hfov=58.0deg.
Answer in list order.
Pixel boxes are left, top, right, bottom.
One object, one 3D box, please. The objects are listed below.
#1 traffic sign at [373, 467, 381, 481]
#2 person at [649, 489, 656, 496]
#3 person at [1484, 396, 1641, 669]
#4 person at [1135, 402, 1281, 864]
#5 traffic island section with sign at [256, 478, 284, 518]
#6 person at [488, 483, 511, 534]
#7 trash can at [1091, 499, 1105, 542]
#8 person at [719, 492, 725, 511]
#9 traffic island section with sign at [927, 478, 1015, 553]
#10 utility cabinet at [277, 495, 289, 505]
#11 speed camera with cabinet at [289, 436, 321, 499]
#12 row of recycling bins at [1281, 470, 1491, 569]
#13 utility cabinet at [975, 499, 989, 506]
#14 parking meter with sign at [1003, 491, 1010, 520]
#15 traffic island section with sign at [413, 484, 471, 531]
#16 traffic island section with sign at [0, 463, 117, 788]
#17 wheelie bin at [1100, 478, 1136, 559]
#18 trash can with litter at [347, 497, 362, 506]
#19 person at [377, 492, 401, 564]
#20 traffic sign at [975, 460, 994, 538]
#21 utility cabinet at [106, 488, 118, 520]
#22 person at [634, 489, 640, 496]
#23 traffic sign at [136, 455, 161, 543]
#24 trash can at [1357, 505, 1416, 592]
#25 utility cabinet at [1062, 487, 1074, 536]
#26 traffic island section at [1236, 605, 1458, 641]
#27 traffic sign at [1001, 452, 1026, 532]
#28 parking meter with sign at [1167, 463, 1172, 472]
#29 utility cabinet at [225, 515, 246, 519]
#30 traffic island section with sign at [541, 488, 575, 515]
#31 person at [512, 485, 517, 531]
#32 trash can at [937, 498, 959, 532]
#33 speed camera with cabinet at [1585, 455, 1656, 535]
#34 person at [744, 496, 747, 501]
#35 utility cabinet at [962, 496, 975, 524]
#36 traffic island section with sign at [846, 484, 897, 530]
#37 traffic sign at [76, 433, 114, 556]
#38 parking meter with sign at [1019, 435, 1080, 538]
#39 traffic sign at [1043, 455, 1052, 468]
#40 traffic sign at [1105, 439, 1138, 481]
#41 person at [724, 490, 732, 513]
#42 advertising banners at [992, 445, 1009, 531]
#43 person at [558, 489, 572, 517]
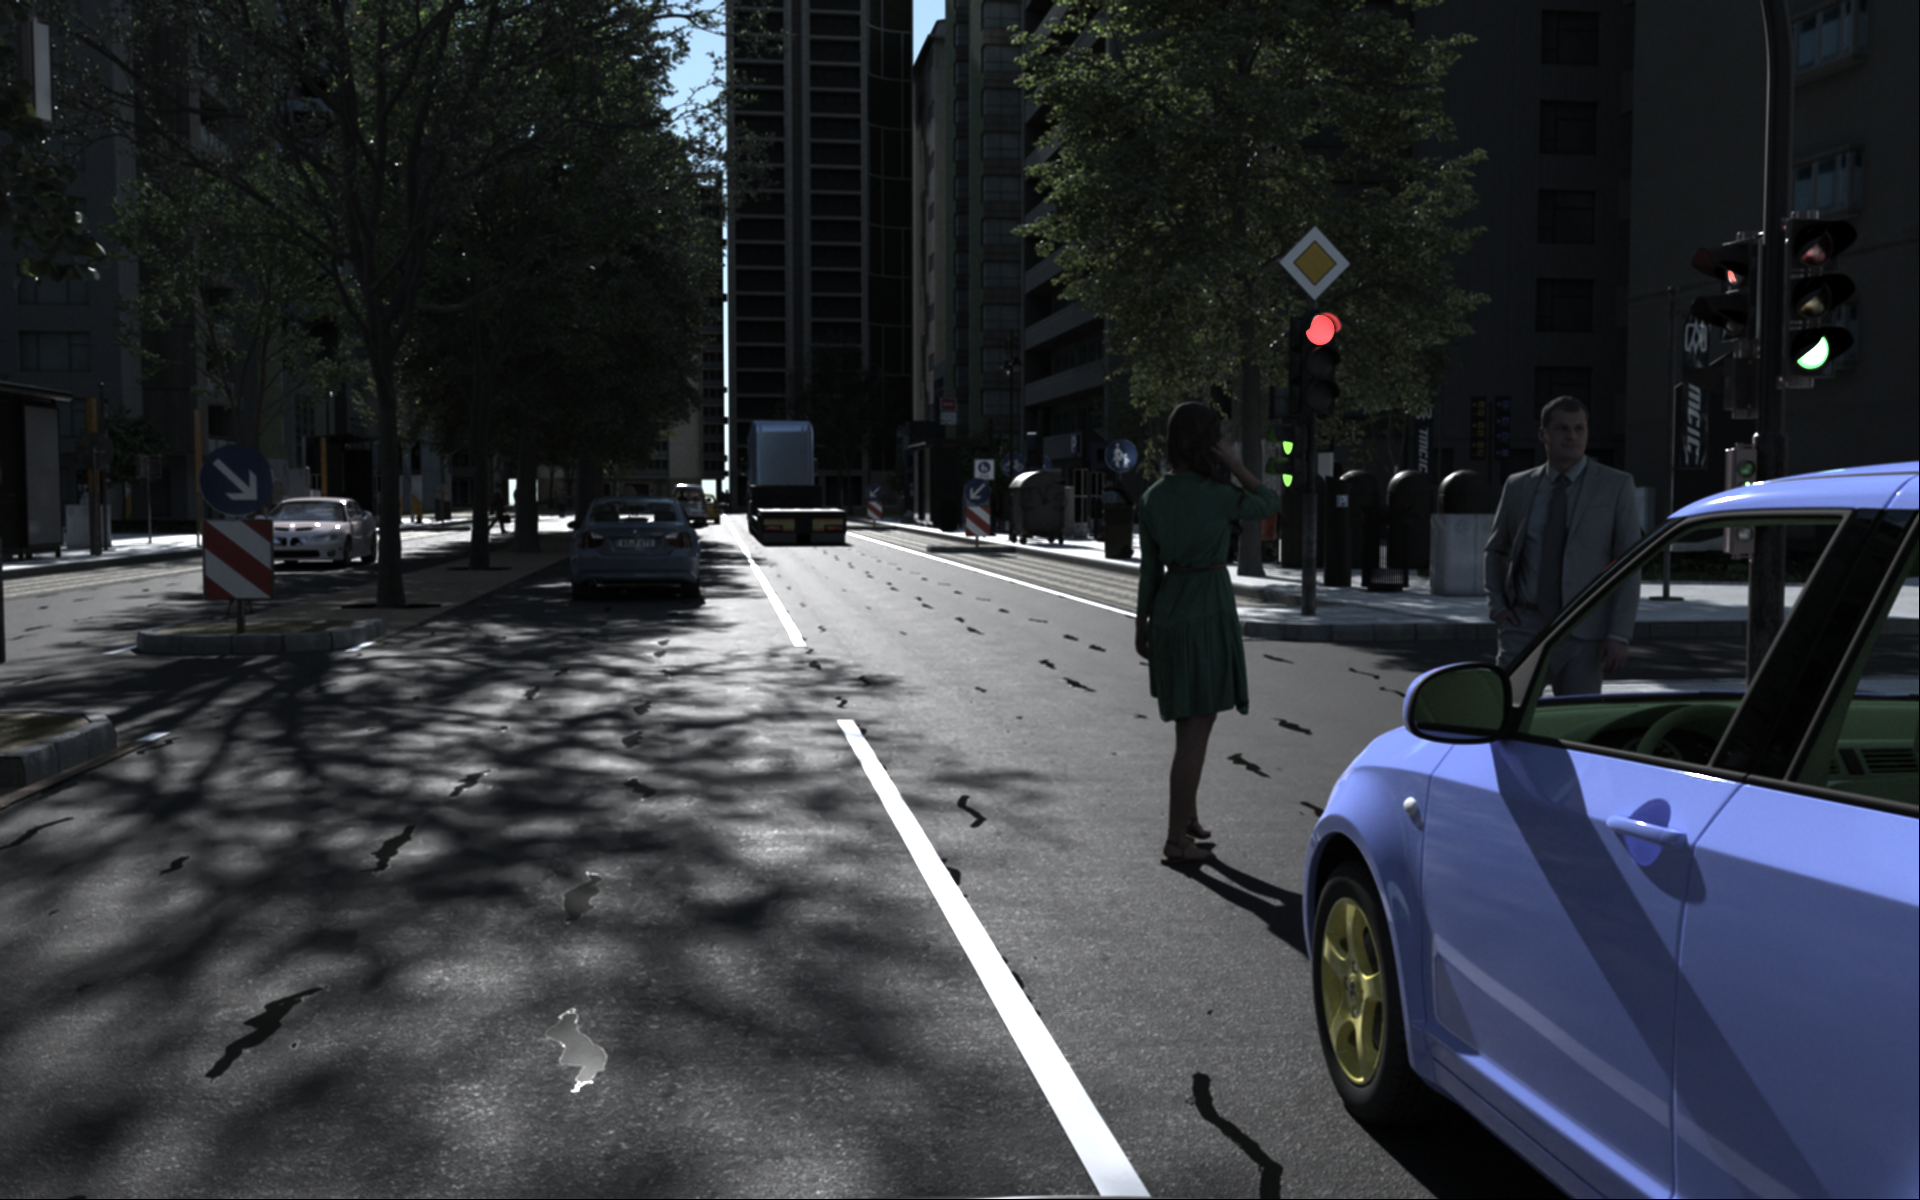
[{"bbox_3d":[-23.275,-4.281,69.993,0.884,2.594,0.081,0,4,-1],"label":"traffic sign"},{"bbox_3d":[-27.474,-8.955,154.777,0.599,1.838,0.709,-1,4,-10],"label":"person"},{"bbox_3d":[2.351,0.107,6.846,0.635,1.810,0.391,2,4,27],"label":"person"},{"bbox_3d":[0.912,0.114,6.879,0.600,1.795,0.529,2,4,35],"label":"person"},{"bbox_3d":[-16.346,-1.970,40.843,1.989,1.847,2.006,-1,4,-8],"label":"traffic island section with sign"},{"bbox_3d":[-16.708,-3.313,62.632,0.822,1.834,0.622,0,4,-6],"label":"person"},{"bbox_3d":[3.933,-2.162,47.008,0.748,1.137,0.748,0,3,0],"label":"trash can"},{"bbox_3d":[-20.176,-8.366,146.760,0.593,1.643,0.415,-1,4,-14],"label":"person"},{"bbox_3d":[0.212,-2.086,42.733,1.989,1.847,2.006,-1,4,-8],"label":"traffic island section with sign"},{"bbox_3d":[-30.043,-4.011,76.739,0.306,1.237,1.020,1,4,17],"label":"utility cabinet"},{"bbox_3d":[-22.766,-4.027,60.179,0.660,3.252,2.038,0,4,-6],"label":"speed camera with cabinet"},{"bbox_3d":[7.355,-1.398,29.965,3.534,1.692,1.069,1,4,8],"label":"row of recycling bins"},{"bbox_3d":[0.987,-3.827,71.258,0.318,1.500,1.173,2,4,25],"label":"utility cabinet"},{"bbox_3d":[2.223,-5.395,84.469,1.738,3.016,0.543,0,4,0],"label":"parking meter with sign"},{"bbox_3d":[-20.170,-3.602,67.527,1.989,1.847,2.006,-1,4,-8],"label":"traffic island section with sign"},{"bbox_3d":[-5.676,-0.065,9.196,2.006,1.907,1.989,-1,4,-8],"label":"traffic island section with sign"},{"bbox_3d":[3.164,-1.635,34.646,0.693,1.594,0.980,1,4,9],"label":"wheelie bin"},{"bbox_3d":[-22.598,-3.286,65.115,1.055,1.170,0.624,-3,5,-43],"label":"trash can with litter"},{"bbox_3d":[-11.660,-1.637,35.439,0.511,1.800,0.466,2,4,24],"label":"person"},{"bbox_3d":[0.706,-2.970,50.690,0.606,2.300,0.079,0,4,-5],"label":"traffic sign"},{"bbox_3d":[-31.304,-3.327,63.069,1.173,1.500,0.318,1,4,11],"label":"utility cabinet"},{"bbox_3d":[-21.980,-6.633,117.043,1.348,1.812,0.705,0,4,-6],"label":"person"},{"bbox_3d":[-21.084,-2.624,45.030,0.606,2.300,0.079,0,4,-8],"label":"traffic sign"},{"bbox_3d":[5.595,-0.680,22.772,0.748,1.137,0.748,0,3,0],"label":"trash can"},{"bbox_3d":[2.981,-2.683,52.547,0.318,1.500,1.173,-3,4,-38],"label":"utility cabinet"},{"bbox_3d":[3.718,0.240,18.362,2.009,0.180,2.903,-1,4,-8],"label":"traffic island section"},{"bbox_3d":[1.623,-3.237,53.024,0.768,2.556,0.104,0,4,-4],"label":"traffic sign"},{"bbox_3d":[5.355,-2.851,42.879,0.543,3.016,1.738,0,4,-5],"label":"parking meter with sign"},{"bbox_3d":[-26.404,-3.191,63.330,1.020,1.237,0.306,1,4,21],"label":"utility cabinet"},{"bbox_3d":[-27.310,-6.650,117.361,1.989,1.847,2.006,-1,4,-8],"label":"traffic island section with sign"},{"bbox_3d":[-17.131,-3.595,67.257,0.573,1.828,0.580,-3,4,-36],"label":"person"},{"bbox_3d":[-0.401,-2.897,59.022,0.748,1.137,0.748,0,3,0],"label":"trash can"},{"bbox_3d":[15.164,-2.826,40.534,2.038,3.252,0.660,3,5,42],"label":"speed camera with cabinet"},{"bbox_3d":[-15.397,-7.253,127.802,1.217,1.743,0.721,-3,4,-37],"label":"person"},{"bbox_3d":[0.489,-3.846,74.051,0.306,1.237,1.020,3,5,44],"label":"utility cabinet"},{"bbox_3d":[-3.602,-3.718,69.418,1.989,1.847,2.006,-1,4,-8],"label":"traffic island section with sign"},{"bbox_3d":[-17.916,-2.189,35.890,0.768,2.556,0.104,0,4,-4],"label":"traffic sign"},{"bbox_3d":[2.611,-3.347,50.988,1.738,3.016,0.543,-1,4,-16],"label":"parking meter with sign"},{"bbox_3d":[2.601,-3.431,56.207,0.768,2.556,0.104,0,4,-7],"label":"traffic sign"},{"bbox_3d":[3.728,-2.451,40.183,0.768,2.556,0.104,0,4,-5],"label":"traffic sign"},{"bbox_3d":[-17.076,-7.277,127.928,0.568,1.767,0.683,3,5,44],"label":"person"},{"bbox_3d":[1.427,-3.955,60.858,0.090,3.025,2.074,1,4,19],"label":"advertising banners"},{"bbox_3d":[-24.545,-6.029,107.608,0.750,1.759,0.617,-3,5,-42],"label":"person"}]
